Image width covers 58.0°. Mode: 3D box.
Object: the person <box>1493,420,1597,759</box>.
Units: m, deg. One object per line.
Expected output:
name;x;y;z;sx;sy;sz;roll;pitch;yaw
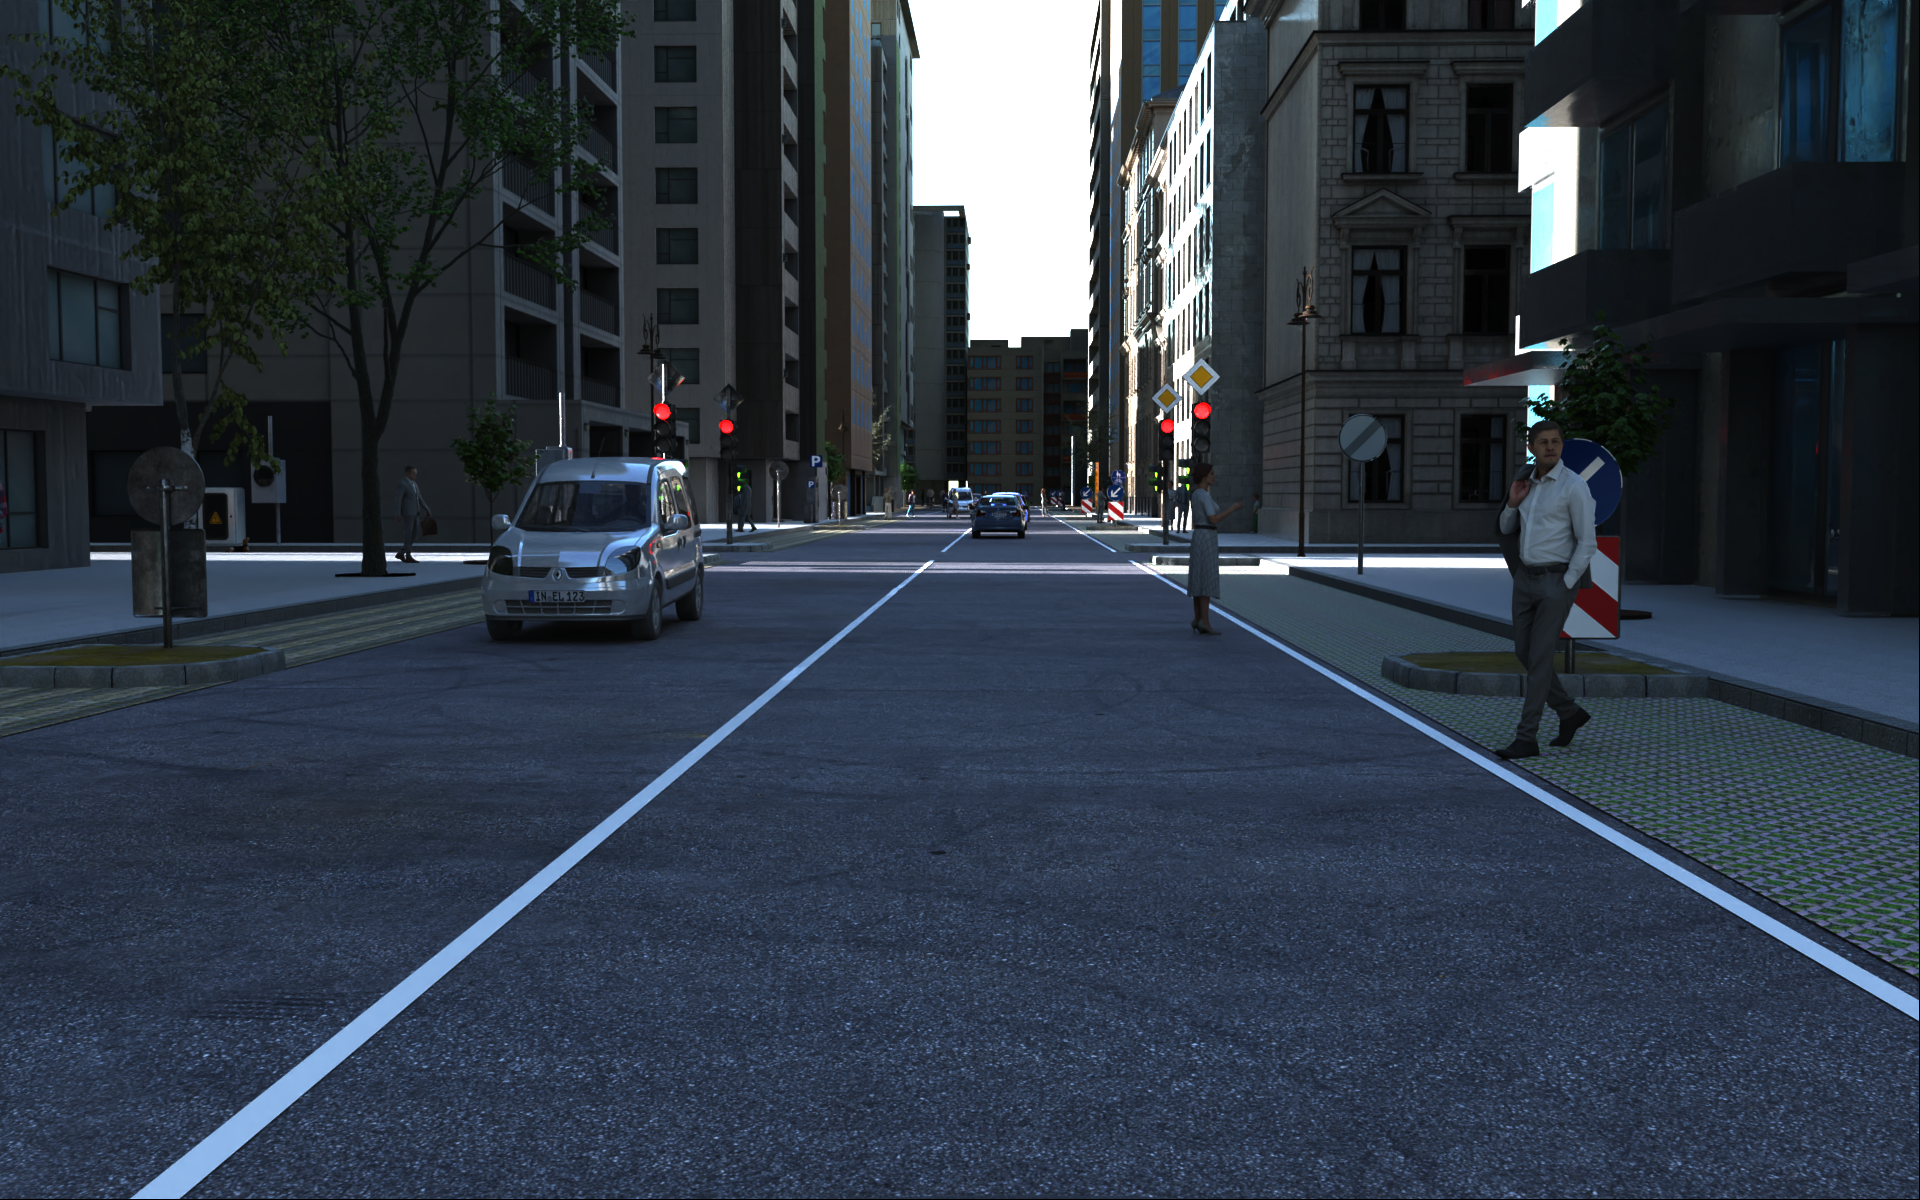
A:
person;3.203;-0.058;9.547;0.850;1.850;0.679;-2;4;-33

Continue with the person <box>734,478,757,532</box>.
person;-7.239;-3.195;58.380;0.767;1.812;0.694;0;4;-4

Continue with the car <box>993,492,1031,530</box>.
car;1.875;-3.667;69.540;1.945;1.707;3.694;0;4;2

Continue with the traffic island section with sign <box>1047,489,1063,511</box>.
traffic island section with sign;8.382;-8.376;145.573;1.989;1.847;2.006;0;4;2

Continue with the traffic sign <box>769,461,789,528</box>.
traffic sign;-6.917;-4.034;66.059;0.768;2.556;0.104;0;4;2

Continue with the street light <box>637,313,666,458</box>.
street light;-7.877;-4.379;44.385;0.468;5.910;1.993;0;4;2

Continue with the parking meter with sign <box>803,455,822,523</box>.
parking meter with sign;-6.543;-4.916;76.632;0.543;3.016;1.738;0;4;8

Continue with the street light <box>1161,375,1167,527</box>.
street light;7.946;-5.796;67.550;0.468;5.910;1.993;0;4;2

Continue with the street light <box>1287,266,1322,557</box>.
street light;7.002;-3.826;35.346;0.468;5.910;1.993;0;4;2

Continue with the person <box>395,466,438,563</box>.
person;-10.230;-1.599;32.309;0.853;1.813;0.709;1;4;13

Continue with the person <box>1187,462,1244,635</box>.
person;2.588;-0.528;17.700;0.524;1.755;0.480;-1;4;-12

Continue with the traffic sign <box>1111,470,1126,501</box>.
traffic sign;8.402;-5.612;91.858;0.768;2.556;0.104;1;4;11

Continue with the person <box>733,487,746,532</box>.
person;-7.476;-3.089;59.140;0.503;1.515;0.523;0;4;4

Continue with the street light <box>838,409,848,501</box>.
street light;-6.368;-7.458;94.725;0.468;5.910;1.993;0;4;2

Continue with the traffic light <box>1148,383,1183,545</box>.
traffic light;5.193;-3.354;43.755;0.839;4.253;0.868;0;4;2

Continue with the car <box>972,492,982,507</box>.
car;1.147;-8.346;145.490;2.155;1.783;4.494;0;4;3

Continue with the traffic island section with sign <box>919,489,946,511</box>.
traffic island section with sign;-2.430;-8.402;145.994;1.989;1.847;2.006;0;4;2

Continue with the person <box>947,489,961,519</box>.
person;-0.343;-5.570;100.327;0.760;1.731;0.466;-1;4;-17

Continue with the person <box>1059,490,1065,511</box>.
person;8.394;-8.229;143.569;0.750;1.759;0.617;1;4;17

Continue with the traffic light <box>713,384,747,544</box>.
traffic light;-5.863;-3.374;44.079;0.839;4.253;0.868;0;4;2

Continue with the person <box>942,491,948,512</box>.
person;-1.163;-7.792;136.812;0.541;1.710;0.530;-1;4;-11

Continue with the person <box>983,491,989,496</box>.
person;2.446;-9.364;162.123;1.217;1.766;0.721;0;4;1

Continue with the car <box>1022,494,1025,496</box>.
car;5.557;-9.377;165.311;2.014;1.417;4.499;0;3;0

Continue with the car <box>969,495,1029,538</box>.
car;1.282;-2.771;57.314;2.014;1.417;4.499;0;4;2

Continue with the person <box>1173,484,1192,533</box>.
person;7.344;-3.105;56.904;0.635;1.810;0.391;-1;4;-20

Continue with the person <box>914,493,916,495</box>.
person;-4.571;-9.904;171.204;0.599;1.433;0.991;-1;4;-20

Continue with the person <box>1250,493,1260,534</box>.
person;9.655;-2.805;56.156;0.590;1.304;0.306;-1;4;-11

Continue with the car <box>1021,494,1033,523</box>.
car;2.702;-4.815;88.508;2.009;1.686;4.222;0;4;3

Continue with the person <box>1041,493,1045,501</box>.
person;9.045;-10.954;188.404;0.445;1.727;0.742;0;4;0

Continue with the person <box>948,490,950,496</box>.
person;-0.784;-8.133;142.212;0.721;1.736;1.217;-3;5;-44

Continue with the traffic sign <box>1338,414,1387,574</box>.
traffic sign;6.402;-1.683;27.616;0.768;2.556;0.104;0;4;5

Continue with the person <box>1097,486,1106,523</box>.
person;6.947;-4.645;84.624;0.466;1.800;0.511;-3;5;-40

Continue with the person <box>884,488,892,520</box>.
person;-3.875;-5.201;94.092;0.519;1.759;0.362;3;5;42

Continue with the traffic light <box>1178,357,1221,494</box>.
traffic light;4.947;-2.866;35.773;0.839;4.253;0.868;0;4;2

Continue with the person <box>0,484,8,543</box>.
person;-9.925;-0.655;17.586;0.563;1.720;0.643;1;4;15

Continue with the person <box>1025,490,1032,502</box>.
person;6.090;-8.960;154.860;0.599;1.838;0.709;0;4;-4

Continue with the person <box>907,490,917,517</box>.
person;-3.018;-6.102;109.105;0.563;1.720;0.643;-3;5;-43

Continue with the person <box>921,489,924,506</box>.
person;-4.124;-11.303;190.875;0.705;1.821;1.348;1;4;8

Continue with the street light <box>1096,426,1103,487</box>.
street light;9.517;-8.894;118.208;0.468;5.910;1.993;0;4;2

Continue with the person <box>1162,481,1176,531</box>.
person;7.359;-3.324;60.957;0.480;1.755;0.524;1;4;12

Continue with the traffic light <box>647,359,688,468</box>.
traffic light;-6.110;-2.885;36.098;0.839;4.253;0.868;0;4;2

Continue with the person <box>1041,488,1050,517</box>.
person;5.372;-6.104;108.578;0.573;1.790;0.520;0;4;4

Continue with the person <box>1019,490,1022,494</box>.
person;6.159;-10.362;177.934;1.348;1.821;0.705;2;4;34
